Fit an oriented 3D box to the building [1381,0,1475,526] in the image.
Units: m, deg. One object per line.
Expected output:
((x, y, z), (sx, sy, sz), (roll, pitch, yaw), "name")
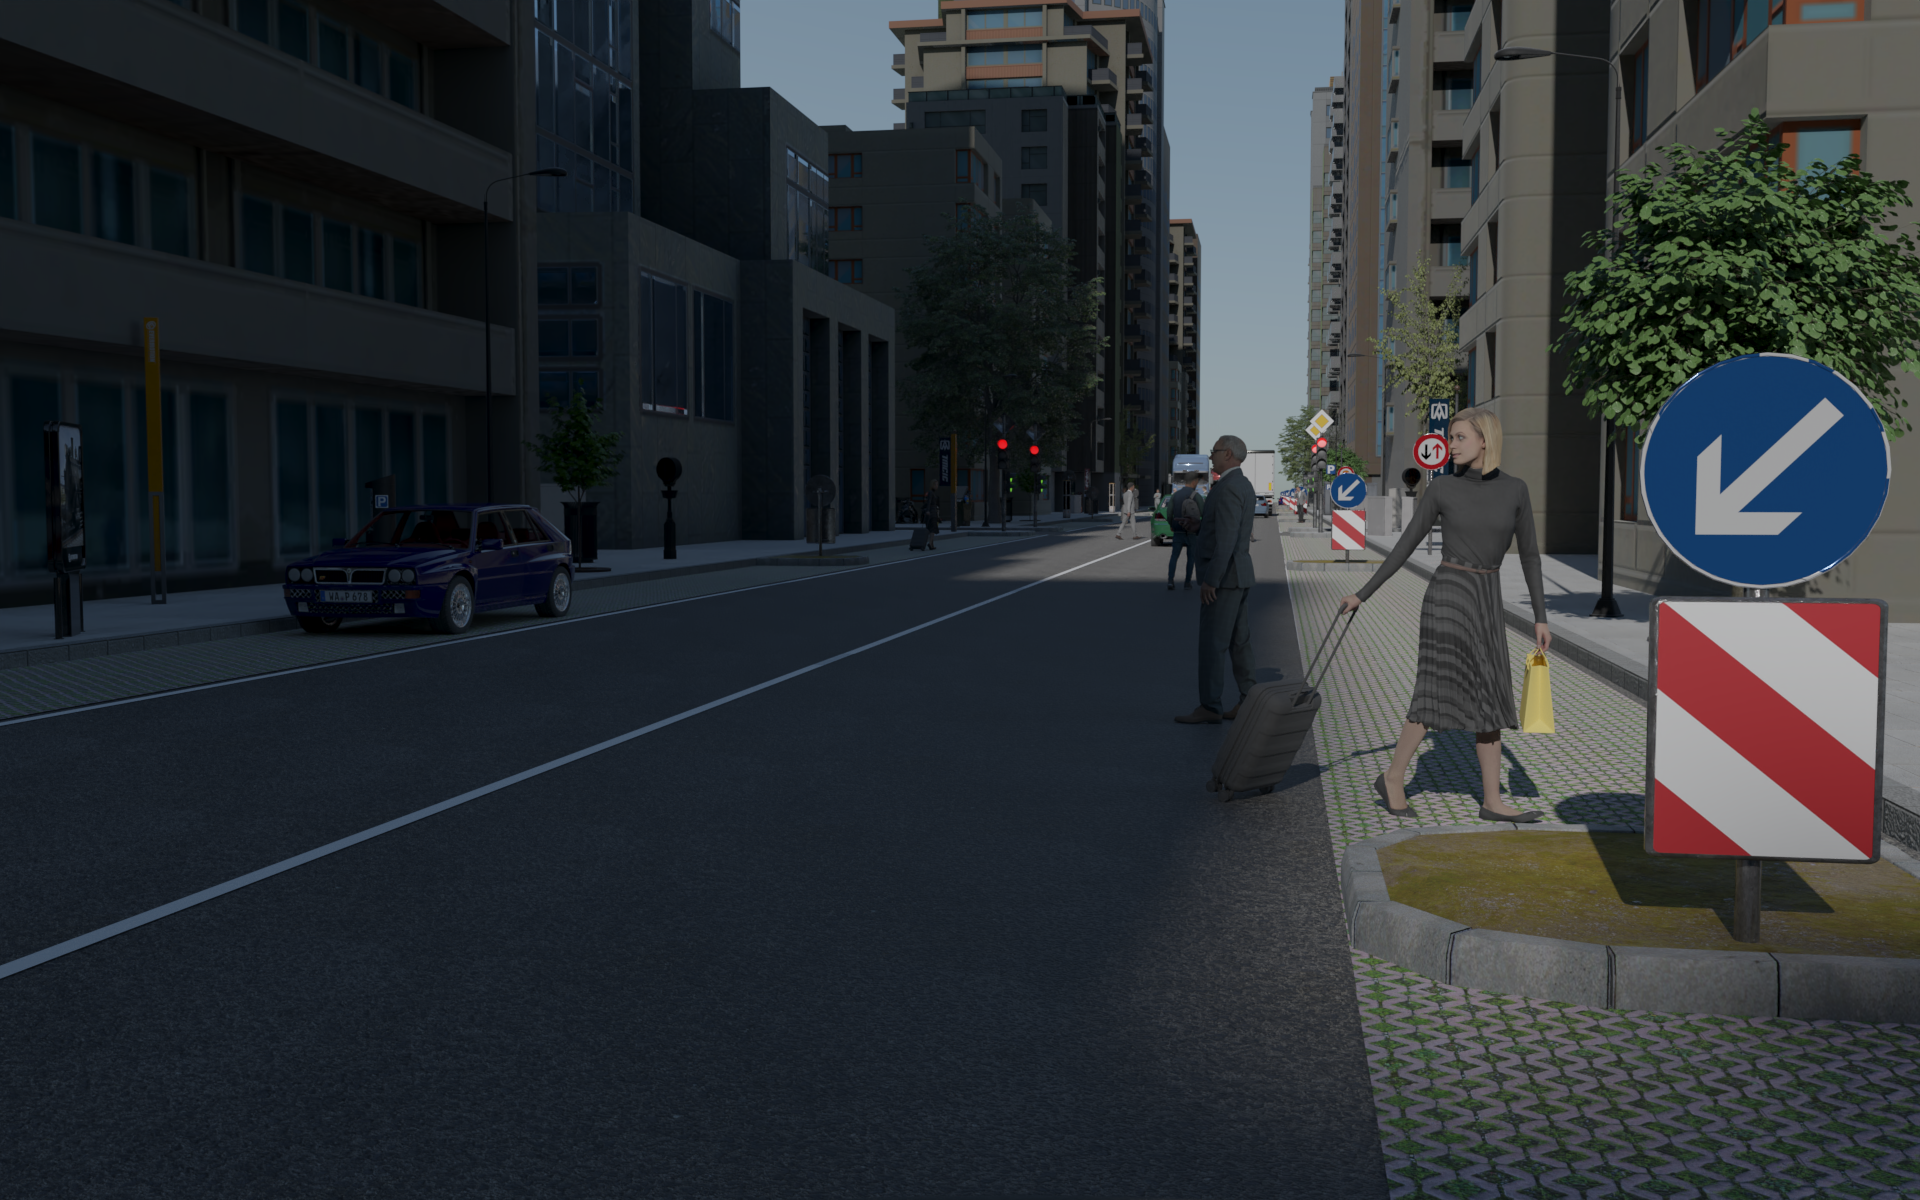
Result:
((29.718, -27.632, 75.483), (21.600, 48.544, 21.300), (1, 4, 10), "building")

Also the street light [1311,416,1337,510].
((21.327, -7.843, 100.777), (1.470, 5.913, 1.316), (1, 4, 10), "street light")

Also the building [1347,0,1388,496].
((36.367, -29.278, 128.805), (14.600, 45.320, 14.200), (1, 4, 10), "building")

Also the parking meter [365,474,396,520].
((-7.376, -0.835, 22.066), (0.372, 1.533, 0.369), (0, 3, 0), "parking meter")

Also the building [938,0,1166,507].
((10.269, -39.331, 185.059), (21.231, 58.520, 28.212), (1, 4, 10), "building")

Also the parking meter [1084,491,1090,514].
((8.270, -6.397, 113.002), (0.372, 1.533, 0.369), (0, 3, 0), "parking meter")

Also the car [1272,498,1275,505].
((26.893, -8.870, 154.057), (2.155, 1.783, 4.494), (1, 4, 11), "car")

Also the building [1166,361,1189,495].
((17.243, -24.263, 241.742), (27.650, 21.520, 28.899), (1, 4, 10), "building")

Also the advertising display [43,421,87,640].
((-8.074, -0.638, 15.650), (0.123, 1.923, 0.974), (-1, 4, -15), "advertising display")

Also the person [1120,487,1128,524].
((7.900, -4.566, 83.706), (0.362, 1.759, 0.519), (-1, 4, -22), "person")

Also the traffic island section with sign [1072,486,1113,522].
((6.841, -4.923, 89.114), (1.989, 1.847, 2.006), (1, 4, 10), "traffic island section with sign")

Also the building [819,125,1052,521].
((-10.359, -15.495, 98.381), (27.650, 21.520, 28.899), (1, 4, 10), "building")

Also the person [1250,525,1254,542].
((8.498, -2.641, 51.649), (0.622, 1.834, 0.822), (0, 4, 0), "person")

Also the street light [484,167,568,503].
((-6.266, -3.201, 24.873), (1.470, 5.913, 1.316), (1, 4, 10), "street light")

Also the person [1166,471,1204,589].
((3.398, -1.051, 26.034), (0.623, 1.781, 0.721), (1, 4, 14), "person")

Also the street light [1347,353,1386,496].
((13.459, -5.177, 57.191), (1.470, 5.913, 1.316), (1, 4, 10), "street light")

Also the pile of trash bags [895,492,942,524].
((-1.664, -4.031, 75.658), (1.912, 1.369, 3.447), (1, 4, 11), "pile of trash bags")

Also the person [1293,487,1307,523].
((16.777, -4.693, 85.415), (0.473, 1.802, 0.592), (-3, 5, -40), "person")

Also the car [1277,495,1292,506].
((36.481, -11.086, 193.837), (1.945, 1.354, 3.894), (1, 4, 10), "car")

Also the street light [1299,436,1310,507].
((28.175, -10.183, 139.028), (1.470, 5.913, 1.316), (1, 4, 10), "street light")

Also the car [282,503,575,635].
((-5.676, -0.387, 18.907), (1.945, 1.354, 3.894), (1, 4, 11), "car")

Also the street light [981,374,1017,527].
((1.530, -5.798, 67.342), (1.470, 5.913, 1.316), (1, 4, 10), "street light")

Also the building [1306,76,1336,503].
((61.025, -43.294, 249.849), (21.231, 58.520, 28.212), (1, 4, 10), "building")

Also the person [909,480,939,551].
((-0.872, -2.152, 43.896), (0.699, 1.804, 1.509), (2, 4, 29), "person")

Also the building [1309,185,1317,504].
((53.671, -33.435, 230.251), (14.154, 41.232, 14.086), (1, 4, 10), "building")

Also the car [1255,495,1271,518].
((17.653, -5.631, 104.064), (2.014, 1.417, 4.499), (1, 4, 9), "car")

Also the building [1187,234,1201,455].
((32.887, -39.096, 289.332), (14.600, 45.320, 14.200), (1, 4, 10), "building")

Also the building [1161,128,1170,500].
((17.466, -33.979, 205.674), (14.600, 45.320, 14.200), (1, 4, 10), "building")

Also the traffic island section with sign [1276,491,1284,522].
((17.143, -4.840, 87.756), (1.989, 1.847, 2.006), (1, 4, 10), "traffic island section with sign")

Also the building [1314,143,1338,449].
((49.517, -31.804, 203.596), (14.154, 41.232, 14.086), (1, 4, 10), "building")

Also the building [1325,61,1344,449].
((49.790, -34.288, 180.216), (23.786, 49.044, 30.456), (1, 4, 10), "building")

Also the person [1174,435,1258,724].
((1.606, -0.138, 10.934), (0.590, 1.801, 0.661), (1, 4, 20), "person")

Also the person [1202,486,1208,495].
((12.411, -4.823, 87.314), (0.822, 1.834, 0.622), (1, 4, 9), "person")

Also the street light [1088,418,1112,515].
((8.573, -8.164, 106.020), (1.470, 5.913, 1.316), (1, 4, 10), "street light")

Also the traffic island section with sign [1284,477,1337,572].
((7.184, -1.472, 32.688), (1.989, 1.847, 2.006), (1, 4, 10), "traffic island section with sign")

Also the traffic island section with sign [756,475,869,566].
((-2.920, -1.624, 35.175), (1.989, 1.847, 2.006), (1, 4, 10), "traffic island section with sign")

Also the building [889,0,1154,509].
((5.839, -30.736, 157.163), (22.147, 44.769, 28.867), (1, 4, 10), "building")

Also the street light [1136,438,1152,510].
((15.308, -10.464, 143.633), (1.470, 5.913, 1.316), (1, 4, 10), "street light")

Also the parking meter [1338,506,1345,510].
((22.586, -5.929, 102.643), (0.399, 1.863, 0.255), (3, 5, 45), "parking meter")

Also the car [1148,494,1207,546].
((6.330, -2.253, 48.640), (2.131, 1.459, 4.920), (1, 4, 9), "car")

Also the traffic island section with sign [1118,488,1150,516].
((11.650, -6.545, 115.638), (1.989, 1.847, 2.006), (1, 4, 10), "traffic island section with sign")

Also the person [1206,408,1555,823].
((1.927, 0.057, 7.784), (1.509, 1.804, 0.699), (3, 5, 44), "person")

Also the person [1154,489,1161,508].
((14.187, -7.087, 124.559), (0.511, 1.800, 0.466), (1, 4, 20), "person")

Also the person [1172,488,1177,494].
((11.964, -5.369, 96.764), (0.782, 1.767, 0.515), (1, 4, 11), "person")

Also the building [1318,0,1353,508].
((42.849, -43.831, 154.893), (20.563, 71.187, 20.611), (1, 4, 10), "building")

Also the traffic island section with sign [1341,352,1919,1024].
((2.288, 0.182, 5.654), (1.989, 1.847, 2.006), (1, 4, 10), "traffic island section with sign")

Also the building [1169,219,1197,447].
((25.203, -37.570, 268.893), (22.147, 44.769, 28.867), (1, 4, 10), "building")

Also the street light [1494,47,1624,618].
((6.248, -2.785, 18.080), (1.470, 5.913, 1.316), (1, 4, 10), "street light")

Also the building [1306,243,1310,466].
((67.095, -38.142, 278.238), (22.147, 44.769, 28.867), (1, 4, 10), "building")

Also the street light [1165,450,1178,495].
((22.170, -12.804, 181.882), (1.470, 5.913, 1.316), (1, 4, 10), "street light")

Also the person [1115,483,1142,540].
((5.287, -2.788, 54.351), (0.850, 1.792, 0.678), (-1, 4, -18), "person")
